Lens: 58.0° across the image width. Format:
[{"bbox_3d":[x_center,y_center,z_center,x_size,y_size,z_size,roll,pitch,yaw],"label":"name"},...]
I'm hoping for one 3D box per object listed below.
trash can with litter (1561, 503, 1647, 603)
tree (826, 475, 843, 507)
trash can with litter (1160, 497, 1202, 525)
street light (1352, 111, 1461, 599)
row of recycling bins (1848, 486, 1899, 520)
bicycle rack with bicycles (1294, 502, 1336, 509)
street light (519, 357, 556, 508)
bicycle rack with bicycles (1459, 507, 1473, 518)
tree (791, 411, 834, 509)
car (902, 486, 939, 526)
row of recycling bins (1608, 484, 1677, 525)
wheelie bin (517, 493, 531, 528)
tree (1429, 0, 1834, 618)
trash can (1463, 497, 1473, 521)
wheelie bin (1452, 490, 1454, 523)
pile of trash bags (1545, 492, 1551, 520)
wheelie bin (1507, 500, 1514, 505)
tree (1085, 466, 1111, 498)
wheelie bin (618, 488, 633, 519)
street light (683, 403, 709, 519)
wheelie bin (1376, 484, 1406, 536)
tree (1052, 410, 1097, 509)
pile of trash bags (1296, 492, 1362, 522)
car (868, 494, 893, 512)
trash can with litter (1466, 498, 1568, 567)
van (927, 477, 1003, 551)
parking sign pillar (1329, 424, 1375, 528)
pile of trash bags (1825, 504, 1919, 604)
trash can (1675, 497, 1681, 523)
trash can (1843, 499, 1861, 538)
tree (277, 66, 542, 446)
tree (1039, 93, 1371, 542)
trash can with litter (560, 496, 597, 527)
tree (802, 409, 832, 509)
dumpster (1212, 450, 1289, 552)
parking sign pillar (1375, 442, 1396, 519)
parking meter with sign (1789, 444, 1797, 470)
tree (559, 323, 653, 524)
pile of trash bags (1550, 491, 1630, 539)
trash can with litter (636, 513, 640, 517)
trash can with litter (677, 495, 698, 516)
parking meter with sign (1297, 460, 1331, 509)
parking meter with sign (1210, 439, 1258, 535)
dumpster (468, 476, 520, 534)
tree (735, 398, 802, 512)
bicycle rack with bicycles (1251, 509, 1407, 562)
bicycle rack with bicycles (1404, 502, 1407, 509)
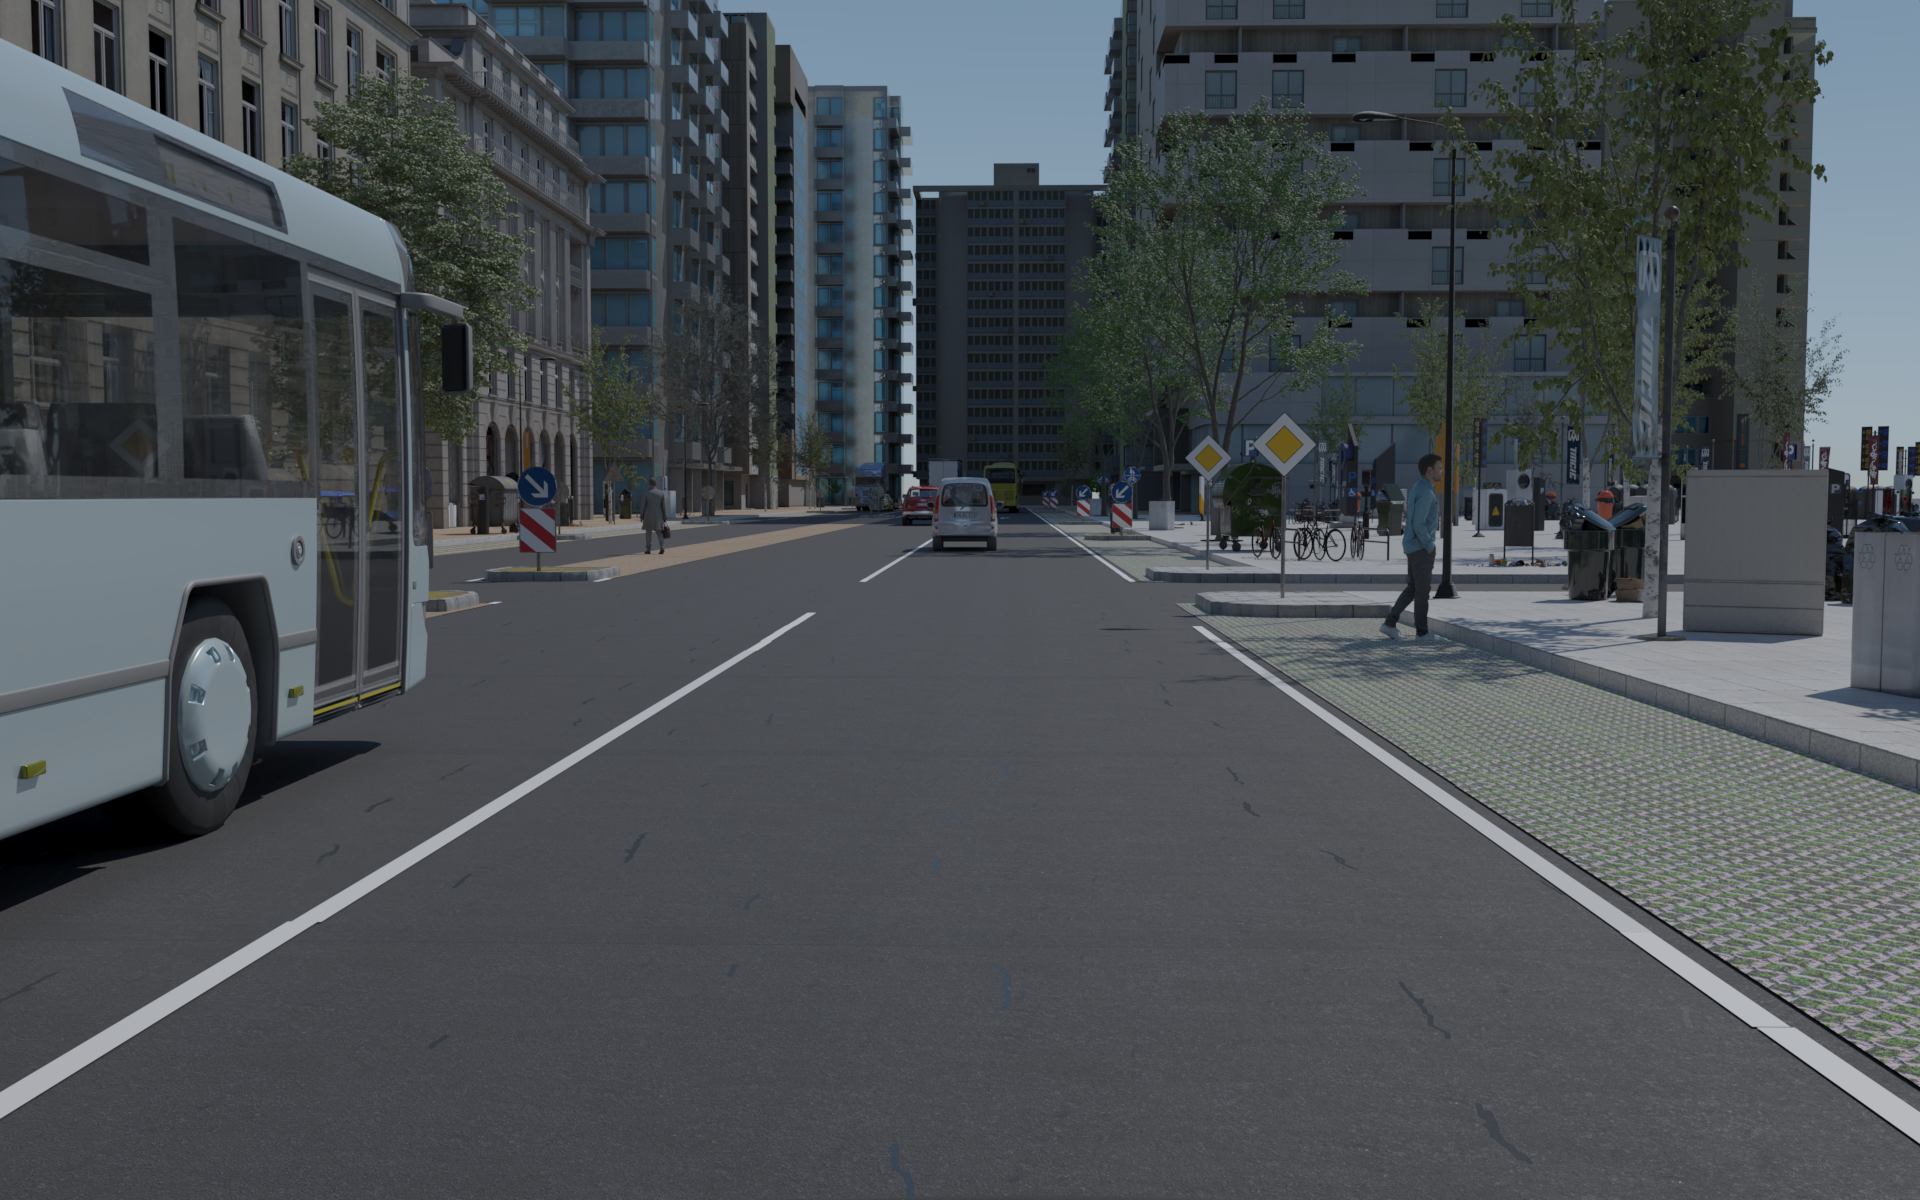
[{"bbox_3d":[7.831,-0.580,20.862,1.055,1.170,0.624,3,5,39],"label":"trash can with litter"},{"bbox_3d":[-12.822,-11.264,178.769,1.663,3.219,1.824,0,3,0],"label":"tree"},{"bbox_3d":[8.875,-3.674,71.135,2.233,1.210,1.678,0,4,-3],"label":"trash can with litter"},{"bbox_3d":[5.457,-2.976,21.193,1.470,5.913,1.316,0,4,2],"label":"street light"},{"bbox_3d":[48.098,-5.225,92.544,3.534,1.692,1.069,1,4,17],"label":"row of recycling bins"},{"bbox_3d":[15.067,-3.694,73.784,2.925,0.926,2.852,-3,5,-42],"label":"bicycle rack with bicycles"},{"bbox_3d":[-14.385,-5.279,58.845,1.470,5.913,1.316,0,4,2],"label":"street light"},{"bbox_3d":[22.270,-4.242,82.742,2.852,0.926,2.925,-2,4,-30],"label":"bicycle rack with bicycles"},{"bbox_3d":[-12.881,-12.406,153.205,4.737,8.622,4.395,0,3,0],"label":"tree"},{"bbox_3d":[-1.583,-4.377,80.241,2.281,1.827,5.304,0,4,2],"label":"car"},{"bbox_3d":[29.123,-4.100,74.145,1.069,1.692,3.534,-2,4,-24],"label":"row of recycling bins"},{"bbox_3d":[-16.654,-3.549,65.942,0.693,1.594,0.980,0,4,-7],"label":"wheelie bin"},{"bbox_3d":[7.163,-4.134,17.954,4.737,8.622,4.395,0,3,0],"label":"tree"},{"bbox_3d":[24.650,-4.398,83.567,0.748,1.137,0.748,0,3,0],"label":"trash can"},{"bbox_3d":[21.645,-4.197,76.529,0.693,1.594,0.980,1,4,13],"label":"wheelie bin"},{"bbox_3d":[29.436,-4.631,85.461,1.912,1.369,3.447,0,4,7],"label":"pile of trash bags"},{"bbox_3d":[27.474,-4.832,86.911,0.693,1.594,0.980,2,4,24],"label":"wheelie bin"},{"bbox_3d":[10.072,-7.912,123.957,1.663,3.219,1.824,0,3,0],"label":"tree"},{"bbox_3d":[-17.145,-4.952,88.881,0.693,1.594,0.980,0,4,-2],"label":"wheelie bin"},{"bbox_3d":[-13.493,-7.088,88.426,1.470,5.913,1.316,0,4,2],"label":"street light"},{"bbox_3d":[13.223,-2.779,53.351,0.980,1.594,0.693,-2,4,-30],"label":"wheelie bin"},{"bbox_3d":[9.904,-12.313,151.673,4.737,8.622,4.395,0,3,0],"label":"tree"},{"bbox_3d":[17.258,-4.325,80.460,1.912,1.369,3.447,-3,4,-36],"label":"pile of trash bags"},{"bbox_3d":[-6.470,-8.066,142.107,2.015,1.641,3.980,0,4,3],"label":"car"},{"bbox_3d":[10.257,-1.198,30.650,2.233,1.210,1.678,2,4,34],"label":"trash can with litter"},{"bbox_3d":[0.129,-2.328,45.080,2.013,2.044,4.112,0,4,0],"label":"van"},{"bbox_3d":[14.760,-4.725,65.729,1.447,3.967,1.447,0,4,1],"label":"parking sign pillar"},{"bbox_3d":[11.877,-0.669,20.698,3.447,1.369,1.912,0,4,3],"label":"pile of trash bags"},{"bbox_3d":[31.916,-4.037,77.652,0.748,1.137,0.748,0,3,0],"label":"trash can"},{"bbox_3d":[25.762,-2.367,50.362,0.748,1.137,0.748,0,3,0],"label":"trash can"},{"bbox_3d":[-14.909,-7.858,46.608,7.486,12.596,7.792,0,3,0],"label":"tree"},{"bbox_3d":[7.037,-7.378,46.382,9.928,11.665,9.643,0,3,0],"label":"tree"},{"bbox_3d":[-15.415,-3.537,68.891,1.678,1.210,2.233,-1,4,-20],"label":"trash can with litter"},{"bbox_3d":[-13.104,-12.103,148.254,4.360,8.622,3.978,0,3,0],"label":"tree"},{"bbox_3d":[6.565,-2.242,39.156,1.502,2.255,1.985,0,4,1],"label":"dumpster"},{"bbox_3d":[21.962,-6.207,89.960,1.447,3.967,1.447,-2,4,-28],"label":"parking sign pillar"},{"bbox_3d":[29.903,-3.942,60.708,1.738,3.016,0.543,0,4,-4],"label":"parking meter with sign"},{"bbox_3d":[-15.088,-7.590,74.455,4.737,8.622,4.395,0,3,0],"label":"tree"},{"bbox_3d":[17.789,-2.360,48.333,1.912,1.369,3.447,1,4,11],"label":"pile of trash bags"},{"bbox_3d":[-17.166,-5.150,95.253,1.678,1.210,2.233,-3,5,-42],"label":"trash can with litter"},{"bbox_3d":[-16.353,-5.651,103.458,1.678,1.210,2.233,-1,4,-9],"label":"trash can with litter"},{"bbox_3d":[18.439,-5.740,90.105,1.738,3.016,0.543,1,4,22],"label":"parking meter with sign"},{"bbox_3d":[8.623,-3.567,54.589,1.738,3.016,0.543,-3,5,-40],"label":"parking meter with sign"},{"bbox_3d":[-15.030,-3.066,55.889,1.264,1.857,1.865,0,4,2],"label":"dumpster"},{"bbox_3d":[-14.110,-10.687,125.087,4.360,8.622,3.978,0,3,0],"label":"tree"},{"bbox_3d":[7.171,-1.260,33.978,2.852,0.926,2.925,0,4,-5],"label":"bicycle rack with bicycles"},{"bbox_3d":[19.630,-3.856,76.431,2.925,0.926,2.852,-1,4,-14],"label":"bicycle rack with bicycles"}]
